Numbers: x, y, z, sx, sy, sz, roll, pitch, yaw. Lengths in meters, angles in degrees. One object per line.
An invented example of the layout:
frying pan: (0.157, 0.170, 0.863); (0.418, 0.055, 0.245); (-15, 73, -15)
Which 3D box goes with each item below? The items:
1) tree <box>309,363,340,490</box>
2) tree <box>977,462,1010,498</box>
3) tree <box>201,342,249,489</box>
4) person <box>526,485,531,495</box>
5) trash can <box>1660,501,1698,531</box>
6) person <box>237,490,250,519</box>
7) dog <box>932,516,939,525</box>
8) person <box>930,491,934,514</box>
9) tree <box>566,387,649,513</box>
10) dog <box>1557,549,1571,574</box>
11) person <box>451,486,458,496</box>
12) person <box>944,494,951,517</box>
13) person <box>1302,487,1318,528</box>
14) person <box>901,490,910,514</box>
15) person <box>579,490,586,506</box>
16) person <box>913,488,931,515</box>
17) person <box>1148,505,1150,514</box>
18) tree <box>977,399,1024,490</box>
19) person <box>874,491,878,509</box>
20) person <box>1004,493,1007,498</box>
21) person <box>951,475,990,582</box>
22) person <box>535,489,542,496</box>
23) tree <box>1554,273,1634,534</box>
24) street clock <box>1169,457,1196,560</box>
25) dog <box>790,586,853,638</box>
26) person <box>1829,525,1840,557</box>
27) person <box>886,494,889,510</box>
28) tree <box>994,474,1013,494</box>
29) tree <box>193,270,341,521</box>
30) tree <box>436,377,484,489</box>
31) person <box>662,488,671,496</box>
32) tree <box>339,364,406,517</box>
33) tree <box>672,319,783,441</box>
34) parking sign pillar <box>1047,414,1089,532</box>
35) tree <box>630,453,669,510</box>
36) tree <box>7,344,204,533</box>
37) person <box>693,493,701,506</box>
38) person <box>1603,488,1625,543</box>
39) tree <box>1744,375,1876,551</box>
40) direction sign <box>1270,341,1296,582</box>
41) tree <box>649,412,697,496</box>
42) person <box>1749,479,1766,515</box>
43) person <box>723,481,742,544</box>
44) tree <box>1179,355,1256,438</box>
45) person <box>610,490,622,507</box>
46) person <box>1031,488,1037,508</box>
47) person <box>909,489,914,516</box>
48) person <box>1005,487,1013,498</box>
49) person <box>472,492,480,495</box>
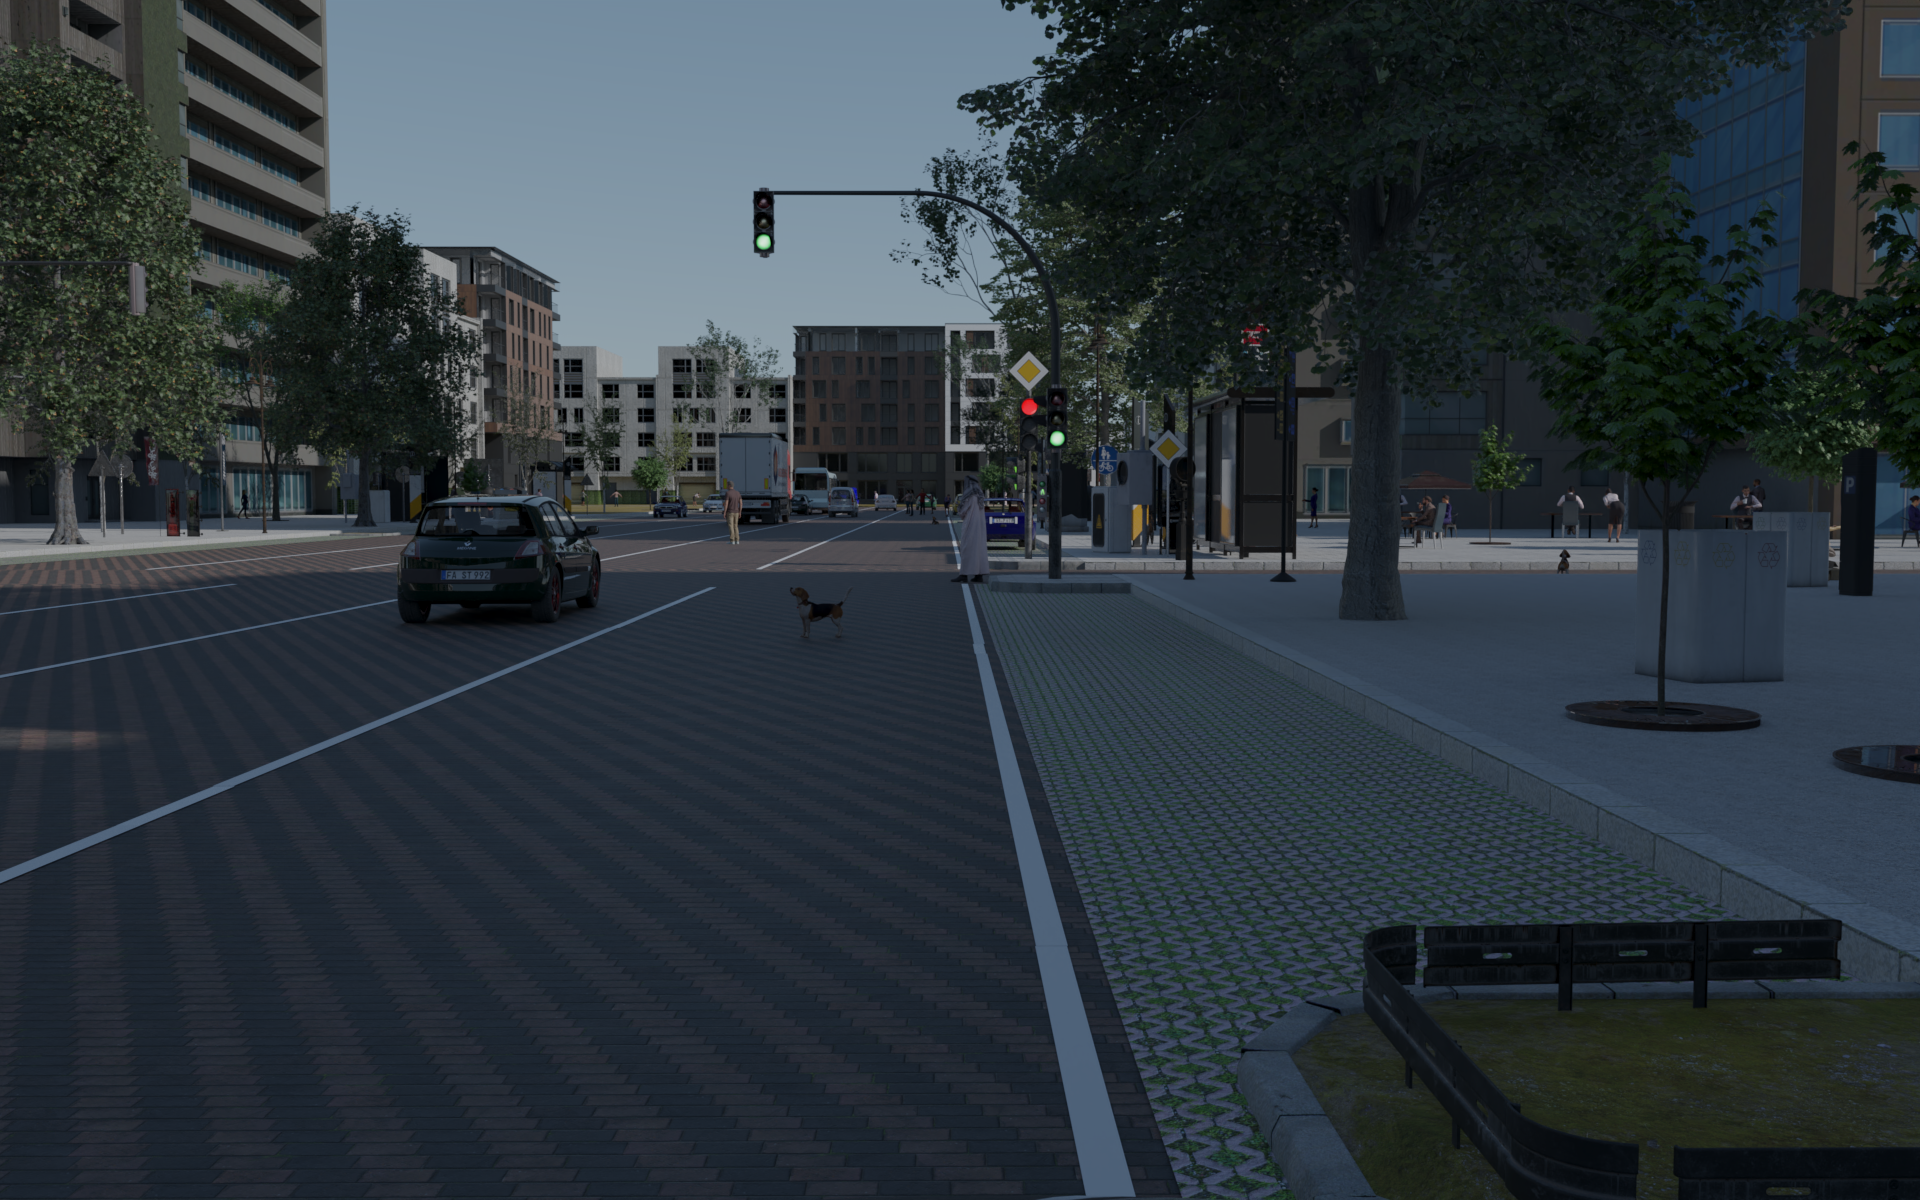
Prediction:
tree: (-35.129, -9.029, 97.992); (4.737, 8.622, 4.395); (0, 3, 0)
tree: (3.179, -11.189, 166.653); (4.285, 4.588, 4.351); (0, 3, 0)
tree: (-33.218, -7.608, 74.760); (4.360, 8.622, 3.978); (0, 3, 0)
person: (-25.549, -5.895, 102.291); (0.599, 1.838, 0.709); (-1, 4, -9)
trash can: (15.113, -1.516, 36.438); (0.748, 1.137, 0.748); (0, 3, 0)
person: (-37.072, -4.954, 89.581); (0.480, 1.512, 0.613); (2, 4, 32)
dog: (-1.231, -3.741, 81.361); (0.550, 0.427, 0.748); (1, 4, 15)
person: (-2.069, -6.995, 124.331); (0.415, 1.643, 0.593); (-1, 4, -22)
tree: (-24.587, -10.281, 118.459); (4.737, 8.622, 4.395); (0, 3, 0)
dog: (10.000, -0.576, 28.709); (0.406, 0.507, 0.540); (-1, 4, -15)
person: (-26.435, -5.124, 90.645); (0.431, 1.722, 0.655); (-1, 4, -14)
person: (-0.775, -5.898, 108.163); (0.421, 1.427, 0.697); (-1, 4, -16)
person: (13.199, -3.468, 65.119); (0.546, 1.535, 0.453); (-1, 4, -17)
person: (-3.793, -7.039, 124.294); (0.721, 1.736, 1.217); (-3, 5, -42)
person: (-40.302, -10.920, 185.375); (1.217, 1.735, 0.721); (2, 4, 30)
person: (-2.576, -6.735, 118.557); (1.348, 1.831, 0.705); (1, 4, 16)
person: (6.208, -3.142, 58.327); (0.541, 1.710, 0.530); (0, 4, 3)
tree: (3.324, -11.090, 131.681); (4.360, 8.622, 3.978); (0, 3, 0)
person: (-8.231, -9.745, 168.775); (0.436, 1.711, 0.756); (1, 4, 19)
person: (4.718, -10.807, 183.413); (0.621, 1.740, 0.551); (-3, 5, -45)
person: (0.182, -1.169, 28.289); (0.621, 1.740, 0.551); (1, 4, 12)
person: (-24.269, -5.626, 99.993); (0.963, 1.587, 0.435); (1, 4, 22)
tree: (21.222, -6.428, 55.454); (4.737, 8.622, 4.395); (0, 3, 0)
street clock: (4.302, -1.769, 33.497); (0.471, 2.002, 0.358); (-2, 4, -27)
dog: (-1.388, 0.119, 17.338); (0.406, 0.507, 0.540); (2, 4, 32)
person: (17.668, -1.303, 35.271); (0.695, 0.859, 0.347); (-2, 4, -23)
person: (-6.526, -8.827, 156.076); (0.557, 1.426, 1.065); (-1, 4, -10)
tree: (3.426, -9.172, 144.559); (1.663, 3.219, 1.824); (0, 3, 0)
tree: (-32.528, -9.535, 81.660); (9.928, 11.665, 9.643); (0, 3, 0)
tree: (-31.514, -9.582, 107.033); (4.360, 8.622, 3.978); (0, 3, 0)
person: (-27.413, -9.548, 161.782); (0.705, 1.869, 1.348); (2, 4, 35)
tree: (-30.662, -8.805, 94.322); (4.737, 8.622, 4.395); (0, 3, 0)
tree: (-24.957, -20.238, 186.776); (12.611, 20.169, 13.585); (0, 3, 0)
parking sign pillar: (3.679, -4.309, 58.922); (1.447, 3.967, 1.447); (2, 4, 35)
tree: (-24.638, -9.422, 137.765); (4.285, 4.588, 4.351); (0, 3, 0)
tree: (-28.367, -6.559, 57.598); (4.360, 8.622, 3.978); (0, 3, 0)
person: (-27.859, -10.631, 183.041); (0.628, 1.438, 0.799); (2, 4, 35)
person: (17.293, -2.241, 45.877); (0.628, 1.438, 0.799); (-2, 4, -32)
tree: (19.607, -3.420, 39.625); (4.285, 4.588, 4.351); (0, 3, 0)
direction sign: (4.737, -2.036, 25.281); (0.379, 3.537, 0.876); (2, 4, 28)
tree: (-25.099, -12.374, 152.680); (4.737, 8.622, 4.395); (0, 3, 0)
person: (23.524, -2.713, 51.229); (0.655, 1.722, 0.431); (-2, 4, -31)
person: (-6.535, -2.508, 49.633); (0.598, 1.807, 0.434); (-2, 4, -34)
tree: (13.509, -8.427, 88.136); (4.737, 8.622, 4.395); (0, 3, 0)
person: (-34.286, -10.147, 172.657); (1.217, 1.736, 0.721); (-1, 4, -23)
person: (6.714, -9.386, 159.497); (1.348, 1.826, 0.705); (3, 5, 45)
person: (-3.212, -6.328, 112.682); (0.721, 1.735, 1.217); (-1, 4, -9)
person: (3.986, -8.161, 139.565); (0.705, 1.812, 1.348); (2, 4, 30)
person: (-24.185, -4.897, 86.232); (0.598, 1.807, 0.434); (3, 5, 40)
